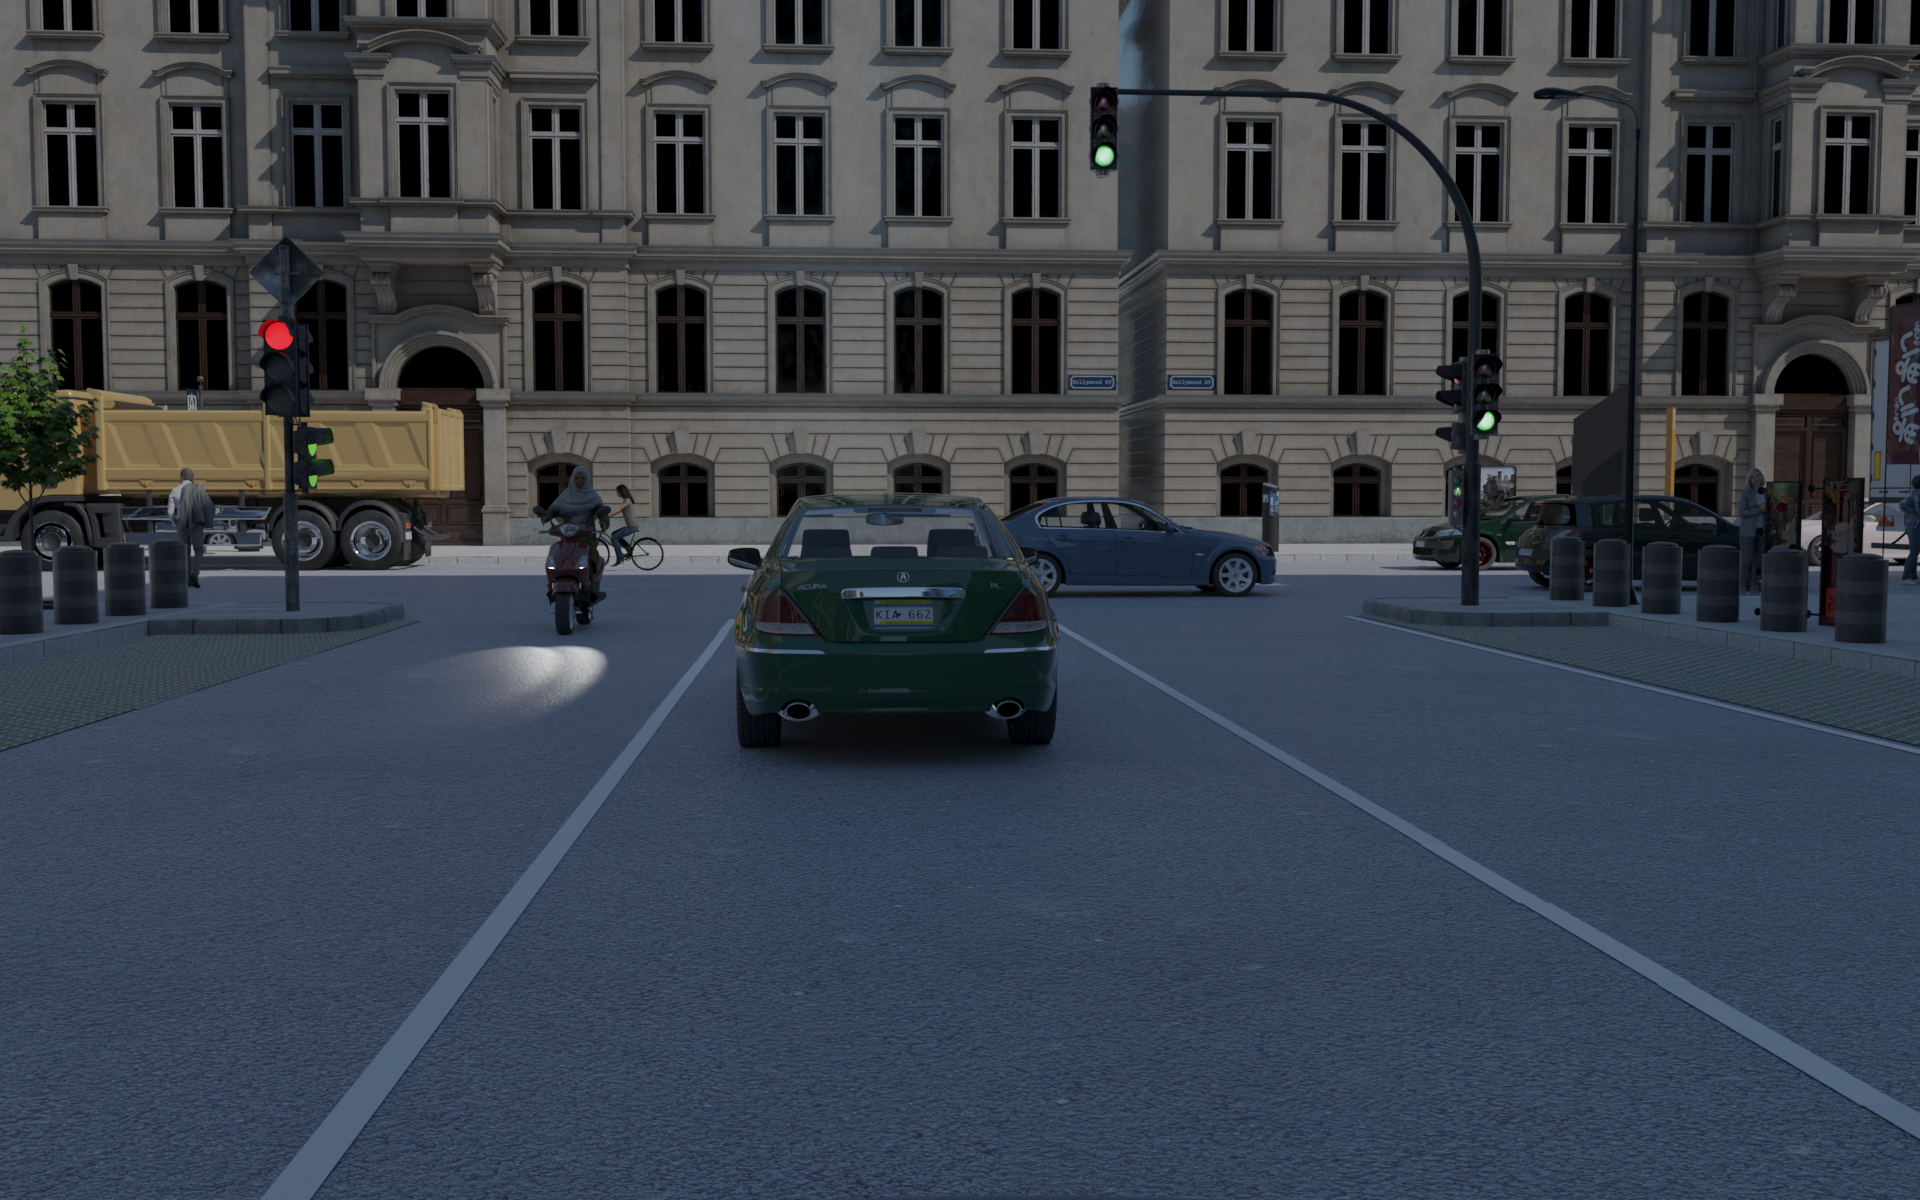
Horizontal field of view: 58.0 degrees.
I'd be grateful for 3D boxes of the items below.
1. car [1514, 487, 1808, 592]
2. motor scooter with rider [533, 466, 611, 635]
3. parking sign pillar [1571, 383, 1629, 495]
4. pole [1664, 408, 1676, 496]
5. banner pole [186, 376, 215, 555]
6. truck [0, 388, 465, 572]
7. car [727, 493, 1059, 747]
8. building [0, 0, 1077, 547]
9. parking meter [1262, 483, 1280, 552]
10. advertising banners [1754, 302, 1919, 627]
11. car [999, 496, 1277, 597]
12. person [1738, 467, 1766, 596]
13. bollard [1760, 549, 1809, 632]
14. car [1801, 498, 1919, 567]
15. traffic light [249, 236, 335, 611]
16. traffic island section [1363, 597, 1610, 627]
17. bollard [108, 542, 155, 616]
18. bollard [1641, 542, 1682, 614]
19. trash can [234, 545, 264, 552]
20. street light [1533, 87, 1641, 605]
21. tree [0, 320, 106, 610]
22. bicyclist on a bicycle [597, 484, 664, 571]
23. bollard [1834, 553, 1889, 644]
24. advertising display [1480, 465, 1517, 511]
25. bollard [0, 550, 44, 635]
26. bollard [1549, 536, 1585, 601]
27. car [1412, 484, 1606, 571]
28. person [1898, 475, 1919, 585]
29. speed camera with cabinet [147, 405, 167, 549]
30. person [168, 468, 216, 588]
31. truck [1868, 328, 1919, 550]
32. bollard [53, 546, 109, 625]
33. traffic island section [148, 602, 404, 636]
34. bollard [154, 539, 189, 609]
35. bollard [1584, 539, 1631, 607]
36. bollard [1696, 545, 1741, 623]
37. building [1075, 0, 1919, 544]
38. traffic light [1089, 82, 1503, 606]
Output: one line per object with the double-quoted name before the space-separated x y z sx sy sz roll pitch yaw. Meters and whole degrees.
"car" 10.544 -1.001 26.147 4.222 1.686 2.009 0 4 -3
"motor scooter with rider" -4.118 -0.575 18.374 0.876 1.779 1.986 0 4 -5
"parking sign pillar" 15.469 -3.263 41.822 1.447 3.967 1.447 1 4 16
"pole" 16.770 -2.880 40.932 0.158 3.312 0.155 0 3 0
"banner pole" -16.104 -2.847 36.573 0.401 3.779 0.863 0 4 3
"truck" -14.716 -2.280 33.200 9.791 3.379 3.469 0 4 -5
"car" -0.473 0.032 11.281 2.131 1.459 4.920 0 4 -4
"building" -13.159 -13.970 47.492 34.723 24.649 14.460 0 4 -4
"parking meter" 6.893 -1.836 38.432 0.372 1.533 0.369 0 3 0
"advertising banners" 8.476 -1.251 16.647 0.090 3.025 2.074 -1 4 -18
"car" 2.271 -0.780 24.749 4.499 1.417 2.014 0 4 -5
"person" 10.974 -0.924 23.792 0.537 1.800 0.526 1 4 12
"bollard" 7.731 -0.093 16.242 0.404 0.777 0.398 0 3 0
"car" 18.454 -1.396 35.180 4.827 1.381 2.083 0 4 -5
"traffic light" -7.314 -1.834 18.914 0.839 4.253 0.868 0 4 -4
"traffic island section" 5.900 0.138 20.023 2.009 0.180 2.903 0 4 -4
"bollard" -8.857 -0.223 18.369 0.404 0.777 0.398 0 3 0
"bollard" 7.551 -0.240 18.638 0.404 0.777 0.398 0 3 0
"trash can" -15.871 -1.649 38.622 0.748 1.137 0.748 0 3 0
"street light" 7.243 -2.902 19.996 1.470 5.913 1.316 0 4 -4
"tree" -10.559 -1.517 19.397 1.663 3.219 1.824 0 3 0
"bicyclist on a bicycle" -6.340 -1.361 32.281 1.625 1.676 1.499 0 4 -5
"bollard" 7.822 -0.019 15.026 0.404 0.777 0.398 0 3 0
"advertising display" 11.993 -2.064 38.953 0.974 1.923 0.123 1 4 8
"bollard" -8.679 -0.076 15.960 0.404 0.777 0.398 0 3 0
"bollard" 7.377 -0.386 21.035 0.404 0.777 0.398 0 3 0
"car" 10.820 -1.426 33.098 4.222 1.686 2.009 0 4 -4
"person" 15.075 -1.108 27.346 0.841 1.734 0.376 -3 5 -44
"speed camera with cabinet" -18.183 -2.750 39.301 0.660 3.252 2.038 -2 4 -23
"person" -11.790 -1.101 26.603 0.679 1.850 0.850 -1 4 -19
"truck" 21.219 -2.438 28.773 11.283 4.237 2.839 0 4 -3
"bollard" -8.767 -0.150 17.170 0.404 0.777 0.398 0 3 0
"traffic island section" -7.355 0.198 19.045 2.009 0.180 2.903 0 4 -4
"bollard" -8.945 -0.297 19.574 0.404 0.777 0.398 0 3 0
"bollard" 7.463 -0.313 19.837 0.404 0.777 0.398 0 3 0
"bollard" 7.638 -0.167 17.440 0.404 0.777 0.398 0 3 0
"building" 21.691 -14.118 49.916 34.723 24.649 14.460 0 4 -4
"traffic light" 3.780 -2.749 19.610 4.771 5.953 1.251 0 4 -4
